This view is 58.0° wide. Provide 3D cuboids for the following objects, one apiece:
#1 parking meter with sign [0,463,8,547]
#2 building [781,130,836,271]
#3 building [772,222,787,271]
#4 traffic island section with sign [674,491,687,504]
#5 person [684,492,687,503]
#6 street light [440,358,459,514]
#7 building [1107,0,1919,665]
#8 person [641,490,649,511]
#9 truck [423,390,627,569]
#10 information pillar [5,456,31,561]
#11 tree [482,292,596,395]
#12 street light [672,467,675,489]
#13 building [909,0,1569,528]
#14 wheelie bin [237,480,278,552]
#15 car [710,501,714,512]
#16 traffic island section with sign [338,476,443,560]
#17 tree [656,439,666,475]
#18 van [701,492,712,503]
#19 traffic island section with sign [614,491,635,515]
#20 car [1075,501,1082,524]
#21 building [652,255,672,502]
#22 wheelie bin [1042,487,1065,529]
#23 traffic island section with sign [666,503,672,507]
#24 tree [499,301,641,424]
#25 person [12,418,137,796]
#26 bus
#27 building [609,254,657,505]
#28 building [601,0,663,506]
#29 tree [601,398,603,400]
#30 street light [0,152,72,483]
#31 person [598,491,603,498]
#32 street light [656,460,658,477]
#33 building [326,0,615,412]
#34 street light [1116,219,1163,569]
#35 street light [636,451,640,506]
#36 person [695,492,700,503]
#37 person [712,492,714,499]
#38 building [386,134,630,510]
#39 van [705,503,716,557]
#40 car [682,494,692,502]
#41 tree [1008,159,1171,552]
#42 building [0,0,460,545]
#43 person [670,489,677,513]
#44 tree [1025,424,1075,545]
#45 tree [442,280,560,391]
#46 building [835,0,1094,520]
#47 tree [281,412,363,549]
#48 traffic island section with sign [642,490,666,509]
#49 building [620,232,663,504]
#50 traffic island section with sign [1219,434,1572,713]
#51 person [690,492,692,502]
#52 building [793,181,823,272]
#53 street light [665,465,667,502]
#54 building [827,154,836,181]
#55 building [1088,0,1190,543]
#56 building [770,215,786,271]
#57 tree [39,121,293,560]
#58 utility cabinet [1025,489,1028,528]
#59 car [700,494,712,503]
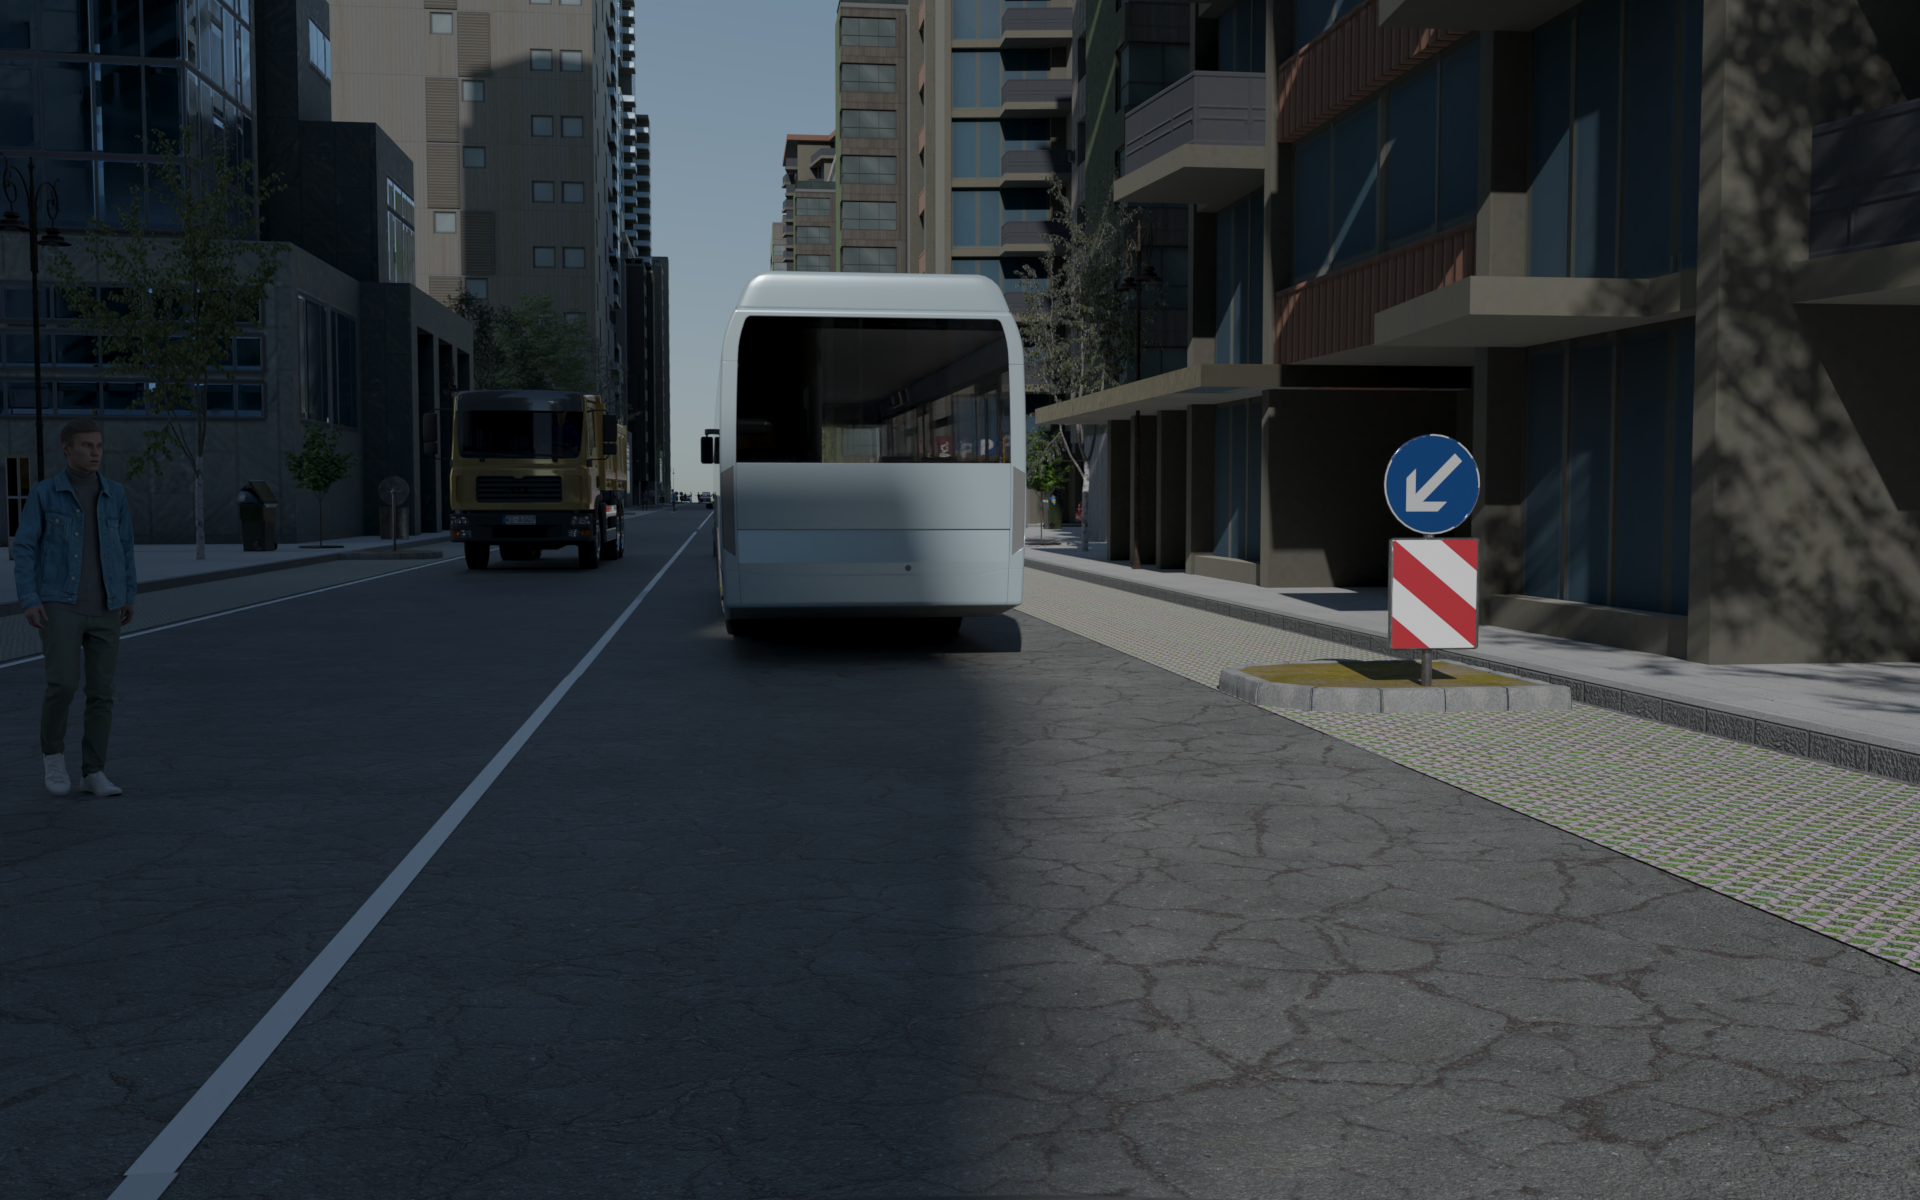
[{"bbox_3d":[-23.033,-2.793,41.925,1.738,3.016,0.543,-2,4,-30],"label":"parking meter with sign"},{"bbox_3d":[-10.189,-33.928,209.351,22.147,44.769,28.867,0,4,-8],"label":"building"},{"bbox_3d":[-21.396,-35.416,262.643,14.154,41.232,14.086,0,4,-8],"label":"building"},{"bbox_3d":[-41.111,-14.858,251.552,1.989,1.847,2.006,0,4,-8],"label":"traffic island section with sign"},{"bbox_3d":[-43.305,-16.124,273.051,0.541,1.710,0.530,0,4,-5],"label":"person"},{"bbox_3d":[-17.339,-5.275,59.040,0.468,5.910,1.993,0,4,-8],"label":"street light"},{"bbox_3d":[14.048,-22.416,21.130,22.147,44.769,28.867,0,4,-8],"label":"building"},{"bbox_3d":[-27.252,-8.623,149.933,0.683,1.767,0.568,-1,4,-17],"label":"person"},{"bbox_3d":[-8.428,-2.406,35.260,3.469,3.379,9.791,0,4,-7],"label":"truck"},{"bbox_3d":[-18.195,-1.774,33.498,0.304,2.012,0.304,1,4,14],"label":"information pillar"},{"bbox_3d":[-23.890,-10.993,97.861,7.486,12.596,7.792,0,3,0],"label":"tree"},{"bbox_3d":[-49.636,-20.027,300.229,0.468,5.910,1.993,0,4,-8],"label":"street light"},{"bbox_3d":[10.288,-26.230,83.480,28.867,44.769,22.147,0,4,-8],"label":"building"},{"bbox_3d":[-15.766,-1.891,38.828,0.693,1.594,0.980,0,4,8],"label":"wheelie bin"},{"bbox_3d":[-10.562,-4.313,80.110,1.945,1.707,3.694,-1,4,-9],"label":"car"},{"bbox_3d":[-12.566,-1.819,38.372,1.989,1.847,2.006,0,4,-8],"label":"traffic island section with sign"},{"bbox_3d":[-39.630,-16.564,221.179,4.737,8.622,4.395,0,3,0],"label":"tree"},{"bbox_3d":[-41.340,-16.819,282.001,2.013,2.044,4.112,-1,4,-9],"label":"van"},{"bbox_3d":[-23.391,-6.764,119.219,1.989,1.847,2.006,0,4,-8],"label":"traffic island section with sign"},{"bbox_3d":[6.881,-3.703,69.584,4.494,1.783,2.155,0,4,-7],"label":"car"},{"bbox_3d":[-55.719,-37.033,289.081,14.154,41.232,14.086,0,4,-8],"label":"building"},{"bbox_3d":[3.398,-3.371,63.028,0.693,1.594,0.980,-1,4,-18],"label":"wheelie bin"},{"bbox_3d":[-33.792,-11.514,196.888,1.989,1.847,2.006,0,4,-8],"label":"traffic island section with sign"},{"bbox_3d":[-25.382,-12.214,110.069,12.009,13.543,11.850,0,3,0],"label":"tree"},{"bbox_3d":[-4.176,0.039,8.207,0.444,1.785,0.601,3,5,43],"label":"person"},{"bbox_3d":[-1.667,-1.598,20.979,2.948,3.499,13.247,-1,4,-8],"label":"bus"},{"bbox_3d":[-44.143,-26.745,208.983,14.160,30.474,14.107,0,4,-8],"label":"building"},{"bbox_3d":[-56.982,-58.231,264.745,22.319,86.520,31.000,0,4,-8],"label":"building"},{"bbox_3d":[-27.493,-11.017,130.497,4.360,8.622,3.978,0,3,0],"label":"tree"},{"bbox_3d":[-12.719,-3.125,23.886,0.468,5.910,1.993,0,4,-8],"label":"street light"},{"bbox_3d":[-10.509,-2.555,50.546,0.520,1.790,0.573,1,4,19],"label":"person"},{"bbox_3d":[-40.277,-15.722,229.843,0.468,5.910,1.993,0,4,-8],"label":"street light"},{"bbox_3d":[-45.603,-34.661,155.944,28.713,52.752,27.495,0,4,-8],"label":"building"},{"bbox_3d":[3.022,-3.463,29.402,0.468,5.910,1.993,0,4,-8],"label":"street light"},{"bbox_3d":[-33.852,-12.802,182.102,0.468,5.910,1.993,0,4,-8],"label":"street light"},{"bbox_3d":[-40.060,-15.621,264.433,0.750,1.759,0.617,-2,4,-35],"label":"person"},{"bbox_3d":[-41.678,-17.395,293.045,1.348,1.807,0.705,1,4,12],"label":"person"},{"bbox_3d":[-46.405,-53.308,184.259,22.319,86.520,31.000,0,4,-8],"label":"building"},{"bbox_3d":[-4.983,-2.065,40.776,2.013,2.044,4.112,0,4,-8],"label":"van"},{"bbox_3d":[-46.731,-17.320,295.181,2.014,1.417,4.499,0,4,-8],"label":"car"},{"bbox_3d":[2.772,-5.401,38.665,4.360,8.622,3.978,0,3,0],"label":"tree"},{"bbox_3d":[-32.341,-45.117,50.341,31.000,86.520,22.319,0,4,-8],"label":"building"},{"bbox_3d":[-21.836,-7.565,132.208,0.620,1.820,0.660,1,4,12],"label":"person"},{"bbox_3d":[2.183,-3.015,43.900,1.663,3.219,1.824,0,3,0],"label":"tree"},{"bbox_3d":[-21.004,-8.682,76.356,7.601,10.594,8.767,0,4,-2],"label":"tree"},{"bbox_3d":[-0.574,-20.345,104.343,14.160,30.474,14.107,0,4,-8],"label":"building"},{"bbox_3d":[-15.349,-2.849,41.184,1.663,3.219,1.824,0,3,0],"label":"tree"},{"bbox_3d":[-30.183,-9.870,170.007,1.989,1.847,2.006,0,4,-8],"label":"traffic island section with sign"},{"bbox_3d":[-57.611,-33.399,237.948,32.217,40.220,23.993,0,4,-8],"label":"building"},{"bbox_3d":[2.922,-0.220,12.227,1.989,1.847,2.006,0,4,-8],"label":"traffic island section with sign"},{"bbox_3d":[-46.934,-17.928,301.482,0.599,1.838,0.709,0,4,7],"label":"person"},{"bbox_3d":[-8.628,-23.924,162.853,14.160,30.474,14.107,0,4,-8],"label":"building"},{"bbox_3d":[-44.904,-17.868,264.936,0.468,5.910,1.993,0,4,-8],"label":"street light"},{"bbox_3d":[-1.112,-30.058,183.324,32.217,40.220,23.993,0,4,-8],"label":"building"},{"bbox_3d":[10.157,-17.067,50.741,14.160,30.474,14.107,0,4,-8],"label":"building"},{"bbox_3d":[-21.329,-41.101,295.696,21.300,48.544,21.600,0,4,-8],"label":"building"},{"bbox_3d":[-15.128,-5.099,33.738,4.737,8.622,4.395,0,3,0],"label":"tree"},{"bbox_3d":[1.932,-3.438,64.895,1.173,1.500,0.318,1,4,17],"label":"utility cabinet"},{"bbox_3d":[-39.748,-15.944,269.719,2.155,1.783,4.494,0,4,-8],"label":"car"}]
